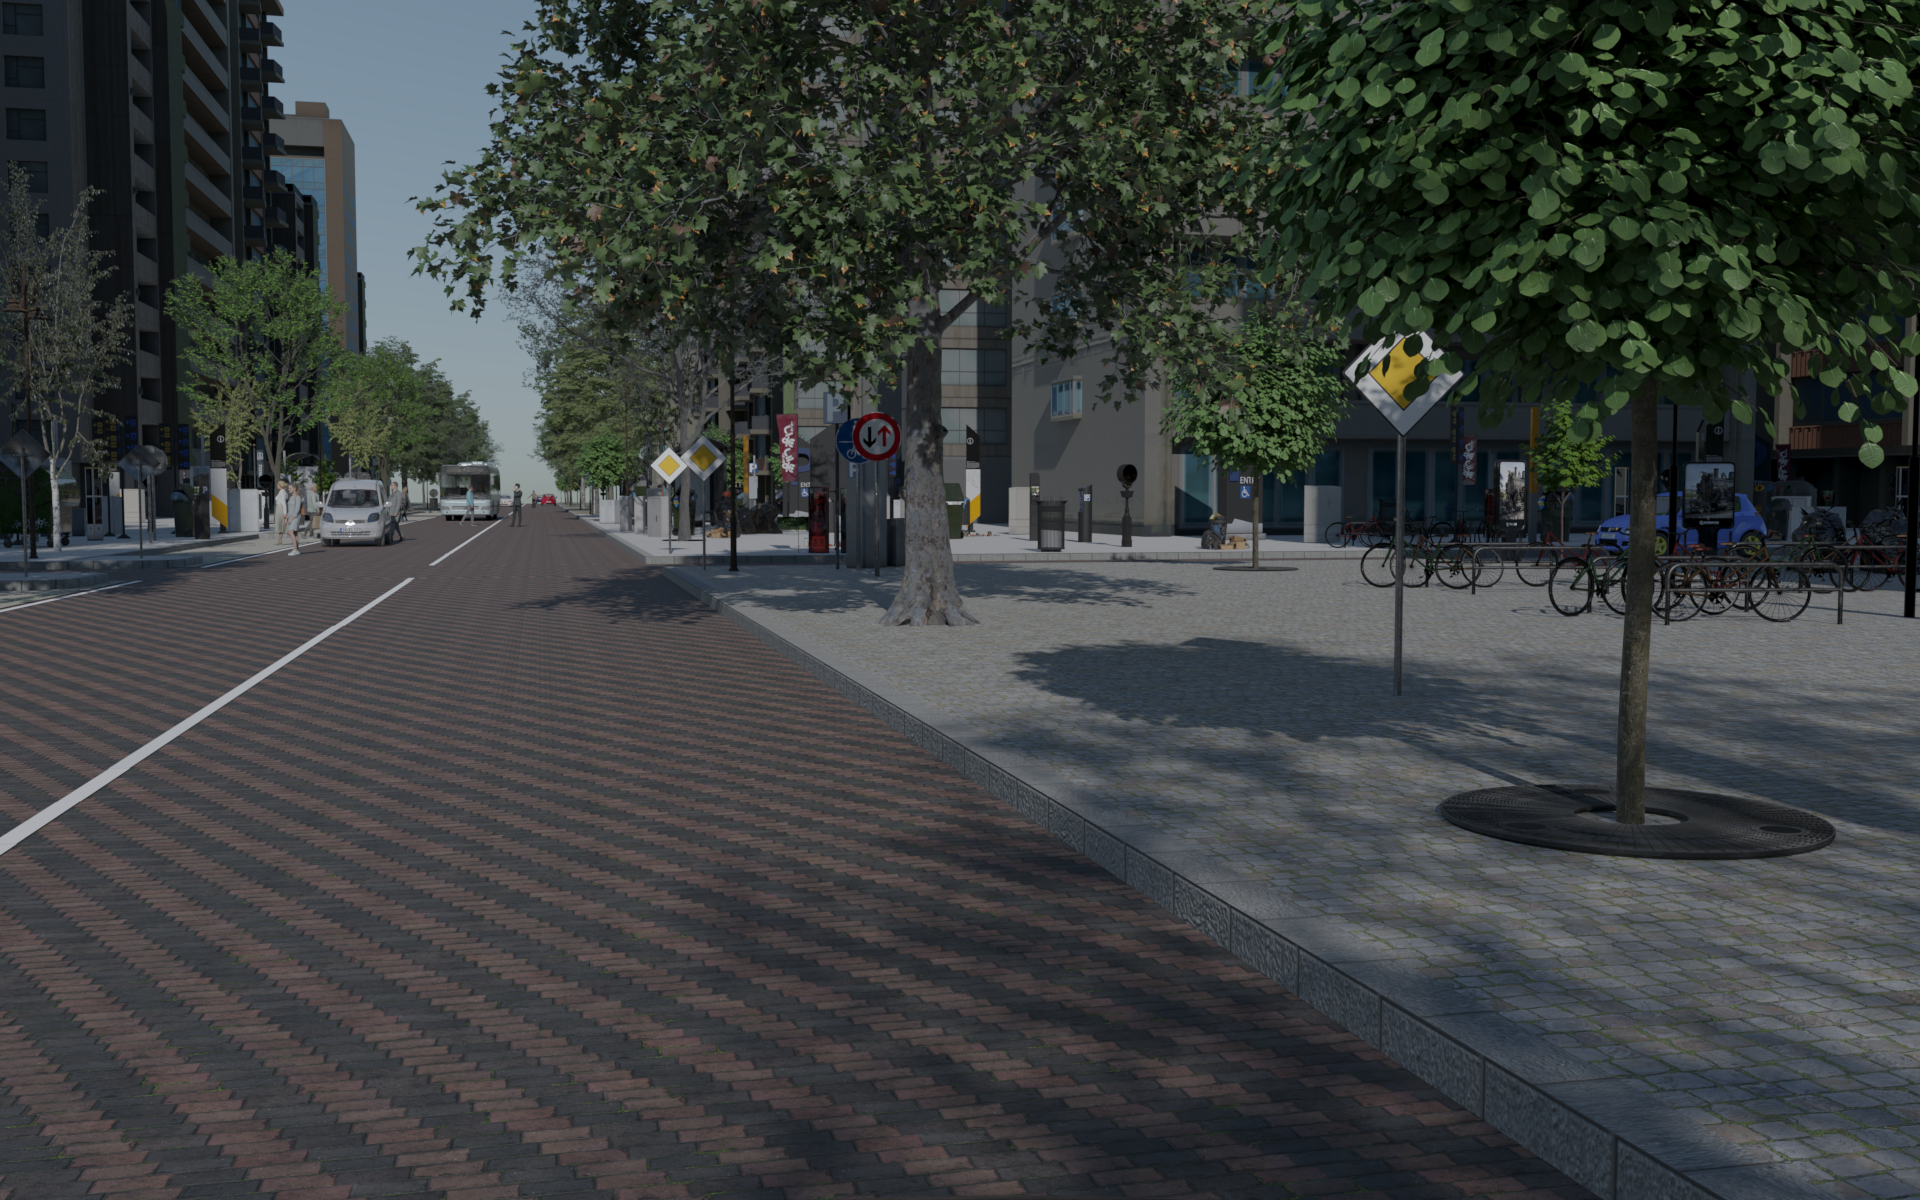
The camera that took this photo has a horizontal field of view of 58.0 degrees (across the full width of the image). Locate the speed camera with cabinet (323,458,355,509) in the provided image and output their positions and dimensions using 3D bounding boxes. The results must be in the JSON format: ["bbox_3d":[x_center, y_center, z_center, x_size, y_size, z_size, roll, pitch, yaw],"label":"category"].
[{"bbox_3d":[-34.562,-6.244,96.427,2.038,3.252,0.660,2,4,28],"label":"speed camera with cabinet"}]

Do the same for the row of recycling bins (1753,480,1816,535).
[{"bbox_3d":[25.595,-2.854,53.779,1.069,1.692,3.534,0,4,7],"label":"row of recycling bins"}]

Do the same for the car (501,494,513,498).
[{"bbox_3d":[-54.655,-12.109,207.764,2.009,1.686,4.222,-1,4,-14],"label":"car"}]

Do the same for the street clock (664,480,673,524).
[{"bbox_3d":[-12.492,-4.272,74.411,0.358,2.002,0.471,2,4,31],"label":"street clock"}]

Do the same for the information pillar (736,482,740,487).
[{"bbox_3d":[-13.358,-6.070,103.732,0.304,2.012,0.304,-3,4,-36],"label":"information pillar"}]

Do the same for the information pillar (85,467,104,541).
[{"bbox_3d":[-23.757,-2.632,47.530,0.304,2.012,0.304,2,4,24],"label":"information pillar"}]

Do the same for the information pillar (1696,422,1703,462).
[{"bbox_3d":[23.116,-3.840,54.137,0.183,3.616,0.504,3,5,43],"label":"information pillar"}]

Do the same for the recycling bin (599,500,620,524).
[{"bbox_3d":[-15.042,-3.790,74.526,0.722,1.027,0.722,1,4,16],"label":"recycling bin"}]

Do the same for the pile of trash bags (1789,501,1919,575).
[{"bbox_3d":[15.326,-1.129,28.207,3.447,1.369,1.912,2,4,33],"label":"pile of trash bags"}]

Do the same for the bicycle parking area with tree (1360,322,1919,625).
[{"bbox_3d":[9.545,-2.049,20.506,9.016,4.147,8.231,1,4,9],"label":"bicycle parking area with tree"}]

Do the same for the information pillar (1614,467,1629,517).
[{"bbox_3d":[18.160,-2.635,47.567,0.304,2.012,0.304,2,4,33],"label":"information pillar"}]

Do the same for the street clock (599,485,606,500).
[{"bbox_3d":[-20.156,-5.701,97.780,0.471,2.002,0.358,3,4,38],"label":"street clock"}]

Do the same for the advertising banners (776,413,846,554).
[{"bbox_3d":[-3.034,-2.524,37.460,2.074,3.025,0.090,1,4,21],"label":"advertising banners"}]

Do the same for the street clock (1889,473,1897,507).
[{"bbox_3d":[32.535,-3.407,60.274,0.358,2.002,0.471,0,4,2],"label":"street clock"}]

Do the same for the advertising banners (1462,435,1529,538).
[{"bbox_3d":[15.621,-3.332,50.673,2.074,3.025,0.090,2,4,31],"label":"advertising banners"}]

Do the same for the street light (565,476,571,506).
[{"bbox_3d":[-41.463,-12.929,184.171,0.468,5.910,1.993,-1,4,-14],"label":"street light"}]

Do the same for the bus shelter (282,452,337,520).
[{"bbox_3d":[-32.533,-5.671,86.643,2.014,3.302,5.546,-1,4,-14],"label":"bus shelter"}]

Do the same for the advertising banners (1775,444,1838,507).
[{"bbox_3d":[29.252,-3.897,59.906,2.074,3.025,0.090,3,5,41],"label":"advertising banners"}]

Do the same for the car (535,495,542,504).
[{"bbox_3d":[-62.471,-15.031,258.331,1.945,1.354,3.894,-1,4,-15],"label":"car"}]

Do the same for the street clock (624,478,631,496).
[{"bbox_3d":[-14.532,-4.366,75.947,0.358,2.002,0.471,-1,4,-17],"label":"street clock"}]

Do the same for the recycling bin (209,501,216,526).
[{"bbox_3d":[-30.564,-3.510,69.936,0.722,1.027,0.722,1,4,18],"label":"recycling bin"}]

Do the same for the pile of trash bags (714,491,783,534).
[{"bbox_3d":[-7.147,-2.872,56.709,1.912,1.369,3.447,-2,4,-25],"label":"pile of trash bags"}]

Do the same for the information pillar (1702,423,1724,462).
[{"bbox_3d":[21.282,-3.517,48.861,0.504,3.616,0.183,1,4,18],"label":"information pillar"}]

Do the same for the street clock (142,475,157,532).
[{"bbox_3d":[-27.215,-3.279,58.189,0.471,2.002,0.358,-1,4,-18],"label":"street clock"}]

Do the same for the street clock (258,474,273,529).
[{"bbox_3d":[-25.364,-3.592,63.300,0.471,2.002,0.358,-2,4,-27],"label":"street clock"}]

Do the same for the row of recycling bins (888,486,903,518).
[{"bbox_3d":[-2.980,-5.194,92.039,1.069,1.692,3.534,1,4,19],"label":"row of recycling bins"}]

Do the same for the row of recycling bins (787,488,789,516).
[{"bbox_3d":[-6.214,-4.315,77.667,3.534,1.692,1.069,2,4,25],"label":"row of recycling bins"}]

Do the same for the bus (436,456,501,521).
[{"bbox_3d":[-27.217,-6.218,96.523,2.948,3.499,13.247,-1,4,-12],"label":"bus"}]

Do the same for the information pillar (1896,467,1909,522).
[{"bbox_3d":[25.230,-2.558,46.319,0.304,2.012,0.304,1,4,12],"label":"information pillar"}]

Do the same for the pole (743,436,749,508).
[{"bbox_3d":[-7.471,-4.081,60.574,0.158,3.312,0.155,0,3,0],"label":"pole"}]

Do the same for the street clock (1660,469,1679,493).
[{"bbox_3d":[20.453,-2.778,49.989,0.471,2.002,0.358,2,4,34],"label":"street clock"}]

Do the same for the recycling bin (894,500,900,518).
[{"bbox_3d":[-2.492,-3.840,75.342,0.722,1.027,0.722,0,4,5],"label":"recycling bin"}]

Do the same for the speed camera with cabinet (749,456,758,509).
[{"bbox_3d":[-10.908,-5.818,89.464,0.660,3.252,2.038,-1,4,-15],"label":"speed camera with cabinet"}]

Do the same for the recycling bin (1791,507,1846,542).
[{"bbox_3d":[17.014,-1.332,34.338,0.722,1.027,0.722,-2,4,-26],"label":"recycling bin"}]

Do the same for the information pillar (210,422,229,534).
[{"bbox_3d":[-24.072,-3.970,56.270,0.504,3.616,0.183,-2,4,-26],"label":"information pillar"}]

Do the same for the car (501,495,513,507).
[{"bbox_3d":[-51.441,-11.201,195.494,2.083,1.381,4.827,-1,4,-13],"label":"car"}]

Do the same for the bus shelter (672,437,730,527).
[{"bbox_3d":[-9.717,-4.322,64.592,2.014,3.302,5.546,-1,4,-14],"label":"bus shelter"}]

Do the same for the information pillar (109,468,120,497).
[{"bbox_3d":[-32.109,-4.548,65.716,0.504,3.616,0.183,2,4,24],"label":"information pillar"}]

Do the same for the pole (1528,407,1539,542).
[{"bbox_3d":[13.475,-2.865,40.687,0.158,3.312,0.155,0,3,0],"label":"pole"}]

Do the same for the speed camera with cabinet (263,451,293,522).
[{"bbox_3d":[-31.310,-5.141,78.395,2.038,3.252,0.660,-1,4,-11],"label":"speed camera with cabinet"}]

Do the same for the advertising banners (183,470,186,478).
[{"bbox_3d":[-29.125,-4.201,64.877,0.090,3.025,2.074,-2,4,-29],"label":"advertising banners"}]

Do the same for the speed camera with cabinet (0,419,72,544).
[{"bbox_3d":[-23.966,-3.064,44.432,2.038,3.252,0.660,-1,4,-9],"label":"speed camera with cabinet"}]

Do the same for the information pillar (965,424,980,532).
[{"bbox_3d":[0.431,-4.085,58.142,0.504,3.616,0.183,1,4,9],"label":"information pillar"}]

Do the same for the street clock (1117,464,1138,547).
[{"bbox_3d":[4.035,-2.280,41.850,0.471,2.002,0.358,-2,4,-32],"label":"street clock"}]

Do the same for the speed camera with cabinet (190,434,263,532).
[{"bbox_3d":[-24.602,-3.890,57.932,2.038,3.252,0.660,-2,4,-35],"label":"speed camera with cabinet"}]

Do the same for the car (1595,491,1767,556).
[{"bbox_3d":[16.141,-1.792,38.888,3.694,1.707,1.945,-1,4,-14],"label":"car"}]

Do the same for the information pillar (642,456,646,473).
[{"bbox_3d":[-19.165,-6.942,104.849,0.504,3.616,0.183,2,4,33],"label":"information pillar"}]
